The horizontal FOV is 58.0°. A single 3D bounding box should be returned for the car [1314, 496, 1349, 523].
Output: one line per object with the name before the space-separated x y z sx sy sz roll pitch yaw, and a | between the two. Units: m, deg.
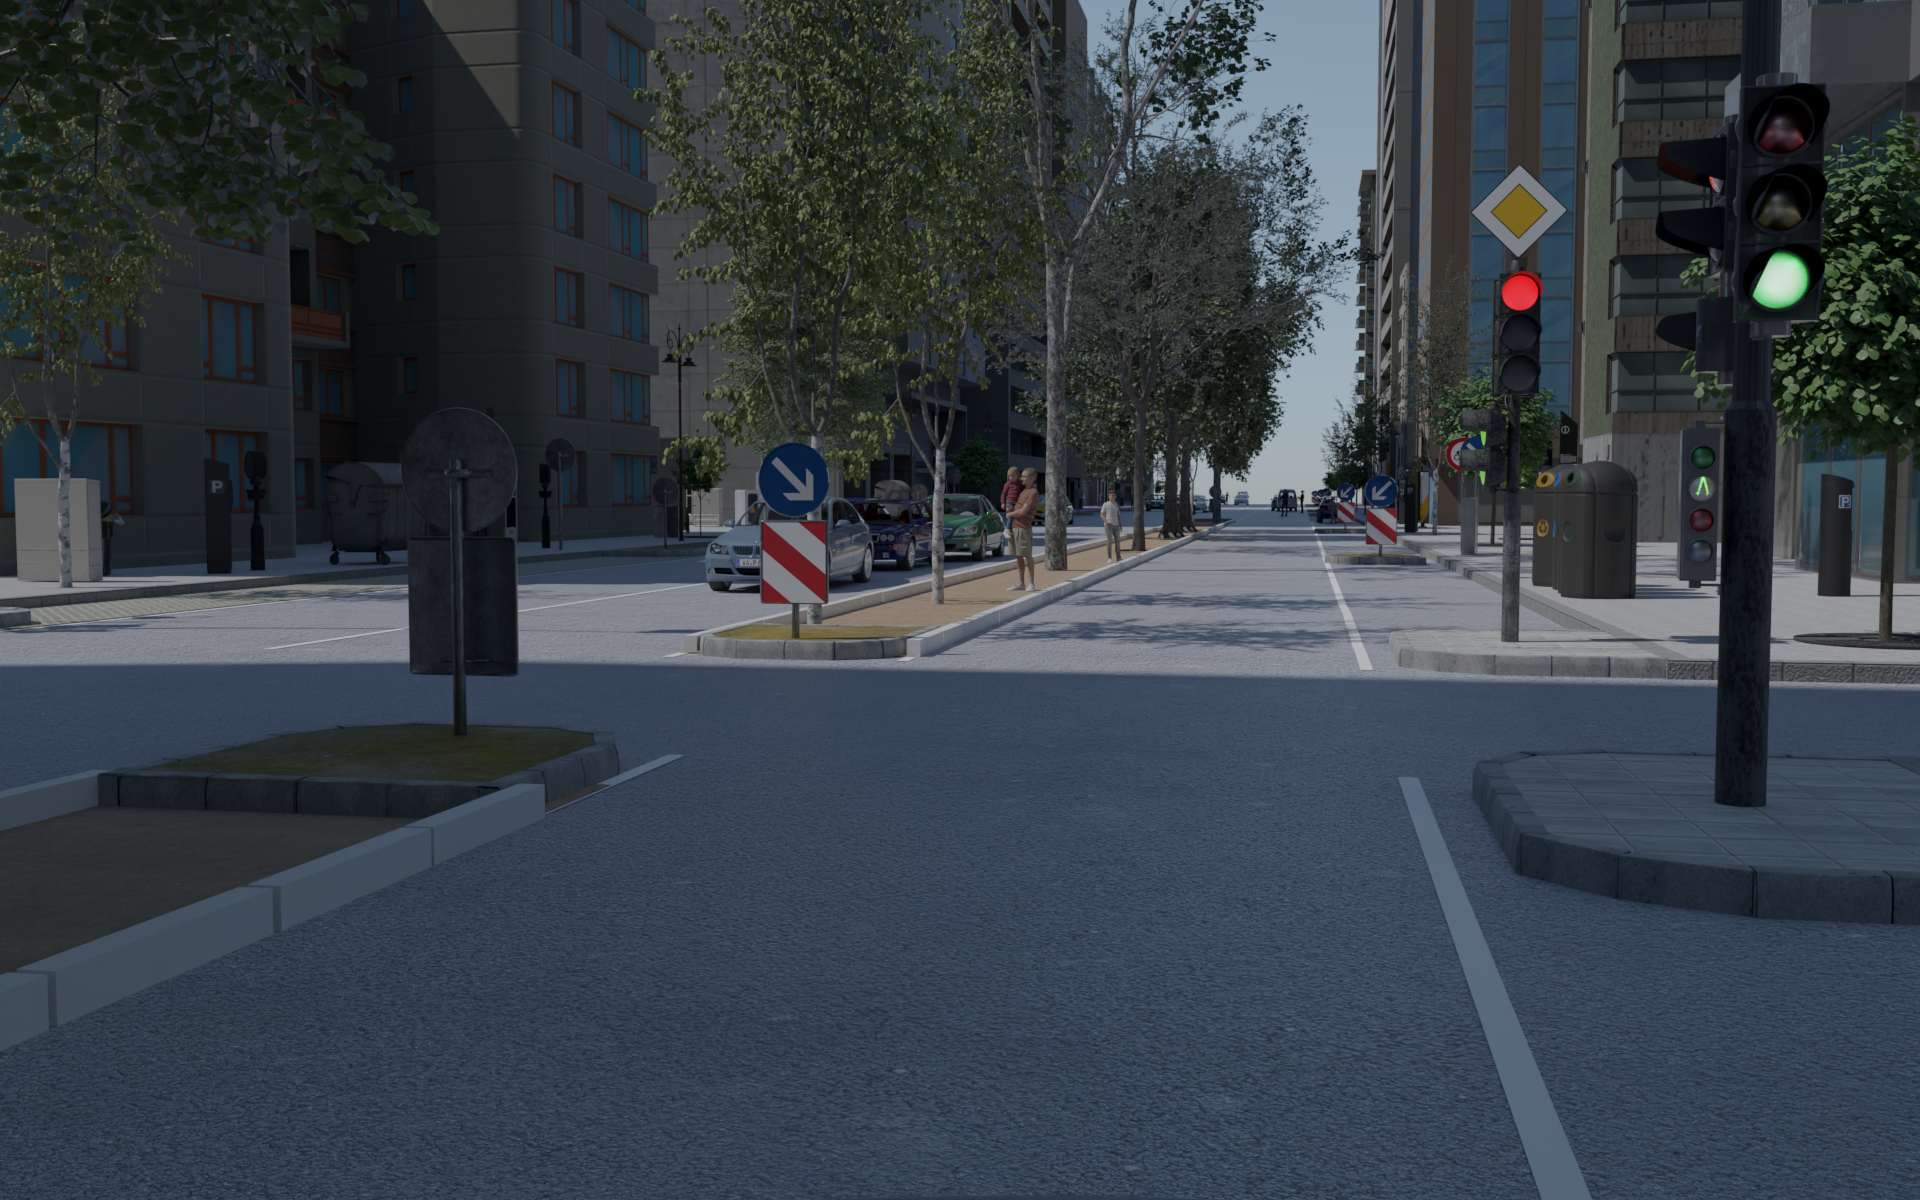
car | 18.760 -4.537 86.764 1.945 1.354 3.894 1 4 10

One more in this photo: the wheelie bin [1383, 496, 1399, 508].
wheelie bin | 19.624 -4.384 79.591 0.980 1.594 0.693 0 4 4

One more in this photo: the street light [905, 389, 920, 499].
street light | -2.122 -6.263 75.189 0.468 5.910 1.993 1 4 11

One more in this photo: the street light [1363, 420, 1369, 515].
street light | 24.920 -8.170 106.362 0.468 5.910 1.993 1 4 11

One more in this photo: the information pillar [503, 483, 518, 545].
information pillar | -11.101 -2.339 42.734 0.304 2.012 0.304 -1 4 -23

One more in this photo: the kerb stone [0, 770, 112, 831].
kerb stone | -4.063 0.895 7.565 0.120 0.150 1.000 1 4 11

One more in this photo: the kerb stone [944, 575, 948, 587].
kerb stone | -0.372 -0.248 26.250 0.120 0.150 1.000 1 4 11

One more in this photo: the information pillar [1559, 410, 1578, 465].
information pillar | 16.833 -3.463 47.976 0.504 3.616 0.183 2 4 27

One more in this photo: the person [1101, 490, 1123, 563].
person | 3.190 -1.519 35.929 0.523 1.515 0.503 2 4 34

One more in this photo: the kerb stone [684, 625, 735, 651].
kerb stone | -2.351 0.368 16.211 0.120 0.150 1.000 1 4 11

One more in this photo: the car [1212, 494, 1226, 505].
car | 35.381 -13.850 236.226 2.009 1.686 4.222 1 4 10

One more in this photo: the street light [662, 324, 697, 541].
street light | -7.611 -4.547 47.136 0.468 5.910 1.993 1 4 11

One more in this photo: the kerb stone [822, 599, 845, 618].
kerb stone | -1.557 0.125 20.224 0.120 0.150 1.000 1 4 11

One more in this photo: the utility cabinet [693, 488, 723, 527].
utility cabinet | -9.813 -3.594 67.446 1.173 1.500 0.318 2 4 24

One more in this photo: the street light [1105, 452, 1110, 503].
street light | 12.676 -10.852 150.224 0.468 5.910 1.993 1 4 11

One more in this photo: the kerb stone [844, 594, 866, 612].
kerb stone | -1.371 0.065 21.229 0.120 0.150 1.000 1 4 11

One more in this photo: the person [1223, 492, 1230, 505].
person | 34.404 -13.102 223.534 1.217 1.723 0.721 -3 4 -37

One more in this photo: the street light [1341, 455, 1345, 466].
street light | 36.078 -11.635 163.025 0.468 5.910 1.993 1 4 11

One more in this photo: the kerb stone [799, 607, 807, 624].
kerb stone | -1.763 0.182 19.222 0.120 0.150 1.000 1 4 11

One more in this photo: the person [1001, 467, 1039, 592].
person | 0.891 -1.039 25.459 0.580 1.828 0.573 1 4 11

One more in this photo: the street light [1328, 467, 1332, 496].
street light | 46.347 -14.871 215.934 0.468 5.910 1.993 1 4 11

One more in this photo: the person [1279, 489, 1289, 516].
person | 20.729 -6.242 111.009 0.568 1.767 0.683 3 5 44

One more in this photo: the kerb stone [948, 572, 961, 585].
kerb stone | -0.183 -0.308 27.265 0.120 0.150 1.000 1 4 11

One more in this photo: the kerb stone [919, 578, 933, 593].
kerb stone | -0.578 -0.186 25.249 0.120 0.150 1.000 1 4 11

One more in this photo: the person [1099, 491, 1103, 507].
person | 14.171 -10.051 173.761 0.530 1.710 0.541 1 4 11

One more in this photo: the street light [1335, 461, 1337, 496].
street light | 40.902 -13.155 187.872 0.468 5.910 1.993 1 4 11

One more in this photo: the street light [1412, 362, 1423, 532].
street light | 15.624 -5.281 59.140 0.468 5.910 1.993 1 4 11

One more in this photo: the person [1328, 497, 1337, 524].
person | 17.947 -4.323 83.454 0.475 1.303 0.640 -2 4 -33

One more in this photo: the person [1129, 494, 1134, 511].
person | 14.885 -8.408 149.234 1.065 1.426 0.557 1 4 10

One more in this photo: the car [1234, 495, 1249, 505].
car | 36.802 -13.083 226.271 2.083 1.381 4.827 1 4 12

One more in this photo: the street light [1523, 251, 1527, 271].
street light | 10.011 -3.567 31.111 0.468 5.910 1.993 1 4 11

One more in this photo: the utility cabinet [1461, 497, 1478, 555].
utility cabinet | 10.877 -1.581 37.014 0.306 1.237 1.020 1 4 19

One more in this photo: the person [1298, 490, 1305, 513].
person | 25.528 -7.359 129.637 0.721 1.723 1.217 0 4 -5

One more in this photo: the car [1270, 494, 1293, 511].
car | 27.479 -8.305 147.790 2.014 1.417 4.499 1 4 12

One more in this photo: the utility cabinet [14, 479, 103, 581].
utility cabinet | -13.146 -1.015 25.279 1.173 1.500 0.318 1 4 10

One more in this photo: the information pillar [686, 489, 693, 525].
information pillar | -11.132 -4.114 71.753 0.304 2.012 0.304 1 4 22

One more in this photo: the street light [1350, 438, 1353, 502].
street light | 30.465 -9.908 134.781 0.468 5.910 1.993 1 4 11

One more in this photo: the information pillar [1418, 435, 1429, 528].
information pillar | 17.759 -4.578 66.212 0.183 3.616 0.504 3 5 44

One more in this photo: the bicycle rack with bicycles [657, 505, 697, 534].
bicycle rack with bicycles | -9.879 -2.641 56.568 2.852 0.926 2.925 0 4 -6

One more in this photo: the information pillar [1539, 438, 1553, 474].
information pillar | 22.140 -4.536 65.526 0.504 3.616 0.183 0 4 -6

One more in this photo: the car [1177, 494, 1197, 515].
car | 15.539 -6.782 120.667 2.009 1.686 4.222 1 4 9

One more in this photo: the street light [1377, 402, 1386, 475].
street light | 21.205 -6.996 87.175 0.468 5.910 1.993 1 4 11

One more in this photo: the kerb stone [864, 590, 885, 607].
kerb stone | -1.172 -0.002 22.231 0.120 0.150 1.000 1 4 11

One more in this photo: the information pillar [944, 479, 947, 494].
information pillar | -0.823 -4.732 81.865 0.304 2.012 0.304 -3 4 -37

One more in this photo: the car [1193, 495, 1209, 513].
car | 18.173 -7.411 133.529 2.083 1.381 4.827 1 4 13

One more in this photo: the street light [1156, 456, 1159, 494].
street light | 23.283 -14.157 204.250 0.468 5.910 1.993 1 4 11

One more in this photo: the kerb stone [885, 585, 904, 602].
kerb stone | -0.961 -0.064 23.235 0.120 0.150 1.000 1 4 11

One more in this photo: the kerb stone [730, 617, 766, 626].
kerb stone | -2.161 0.305 17.215 0.120 0.150 1.000 1 4 11

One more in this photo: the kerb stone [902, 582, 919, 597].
kerb stone | -0.771 -0.125 24.246 0.120 0.150 1.000 1 4 11

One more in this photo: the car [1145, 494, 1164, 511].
car | 16.491 -8.268 144.968 2.009 1.686 4.222 1 4 10

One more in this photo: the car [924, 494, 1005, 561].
car | -0.125 -1.634 38.515 2.131 1.459 4.920 1 4 10

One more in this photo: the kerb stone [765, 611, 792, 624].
kerb stone | -1.961 0.245 18.217 0.120 0.150 1.000 1 4 11

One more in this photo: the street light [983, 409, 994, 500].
street light | 1.557 -7.403 93.819 0.468 5.910 1.993 1 4 11
